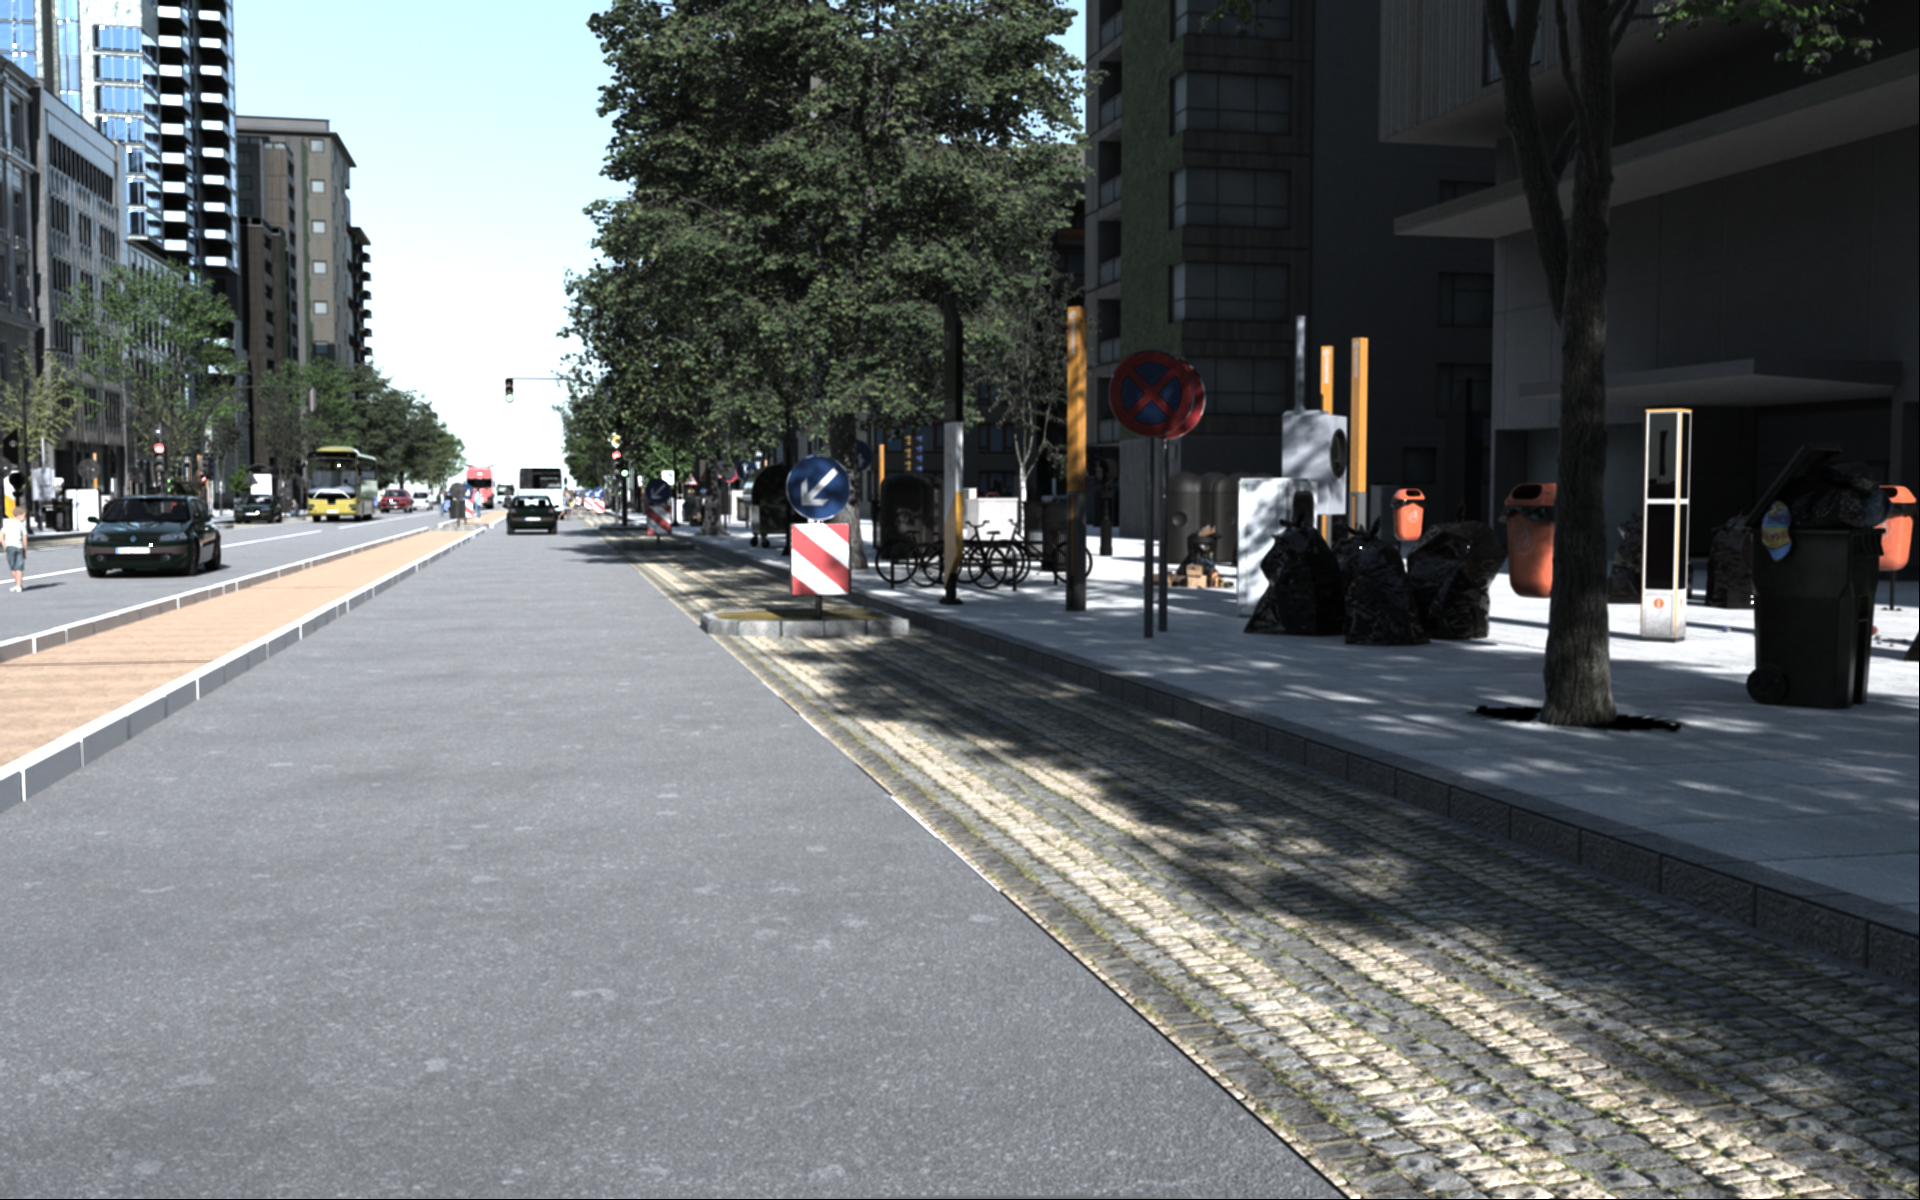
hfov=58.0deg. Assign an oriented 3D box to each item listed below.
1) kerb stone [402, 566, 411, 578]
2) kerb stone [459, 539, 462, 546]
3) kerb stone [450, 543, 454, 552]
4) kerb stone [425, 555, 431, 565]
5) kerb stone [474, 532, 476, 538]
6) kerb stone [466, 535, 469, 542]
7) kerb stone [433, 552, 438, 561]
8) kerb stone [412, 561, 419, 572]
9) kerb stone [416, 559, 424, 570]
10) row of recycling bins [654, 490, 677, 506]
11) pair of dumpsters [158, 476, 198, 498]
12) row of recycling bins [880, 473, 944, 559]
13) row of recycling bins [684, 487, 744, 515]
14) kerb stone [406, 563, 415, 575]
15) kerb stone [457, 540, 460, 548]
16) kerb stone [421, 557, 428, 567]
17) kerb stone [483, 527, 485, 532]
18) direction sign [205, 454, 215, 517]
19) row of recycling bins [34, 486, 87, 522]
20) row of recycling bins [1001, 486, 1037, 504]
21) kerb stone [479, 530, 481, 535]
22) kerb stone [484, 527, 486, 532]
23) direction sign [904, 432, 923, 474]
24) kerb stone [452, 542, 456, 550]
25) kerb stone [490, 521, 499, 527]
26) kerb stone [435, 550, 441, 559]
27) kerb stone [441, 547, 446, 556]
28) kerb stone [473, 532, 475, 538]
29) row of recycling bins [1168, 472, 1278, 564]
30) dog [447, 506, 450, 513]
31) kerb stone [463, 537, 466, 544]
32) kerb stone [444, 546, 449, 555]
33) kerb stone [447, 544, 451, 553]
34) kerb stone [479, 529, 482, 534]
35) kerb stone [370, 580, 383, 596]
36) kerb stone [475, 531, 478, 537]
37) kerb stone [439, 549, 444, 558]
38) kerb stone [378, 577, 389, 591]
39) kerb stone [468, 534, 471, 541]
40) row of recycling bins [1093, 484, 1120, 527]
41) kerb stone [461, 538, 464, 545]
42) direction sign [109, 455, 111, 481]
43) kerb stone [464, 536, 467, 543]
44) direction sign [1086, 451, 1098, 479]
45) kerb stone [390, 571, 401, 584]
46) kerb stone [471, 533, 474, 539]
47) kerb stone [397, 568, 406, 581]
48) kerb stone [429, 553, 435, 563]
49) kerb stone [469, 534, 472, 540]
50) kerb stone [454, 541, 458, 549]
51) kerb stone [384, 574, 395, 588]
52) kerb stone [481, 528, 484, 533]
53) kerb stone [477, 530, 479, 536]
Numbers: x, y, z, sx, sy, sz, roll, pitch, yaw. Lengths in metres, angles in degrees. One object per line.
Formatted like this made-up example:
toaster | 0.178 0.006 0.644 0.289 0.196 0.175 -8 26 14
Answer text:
kerb stone | -9.499 -0.443 29.496 0.120 0.150 1.000 -1 4 -13
kerb stone | -13.513 -1.484 46.454 0.120 0.150 1.000 -1 4 -13
kerb stone | -12.573 -1.240 42.470 0.120 0.150 1.000 -1 4 -13
kerb stone | -10.679 -0.746 34.489 0.120 0.150 1.000 -1 4 -13
kerb stone | -15.646 -2.032 55.419 0.120 0.150 1.000 -1 4 -13
kerb stone | -14.456 -1.728 50.441 0.120 0.150 1.000 -1 4 -13
kerb stone | -11.151 -0.874 36.487 0.120 0.150 1.000 -1 4 -13
kerb stone | -9.981 -0.567 31.488 0.120 0.150 1.000 -1 4 -13
kerb stone | -10.211 -0.630 32.496 0.120 0.150 1.000 -1 4 -13
row of recycling bins | -24.274 -8.518 146.382 3.534 1.692 1.069 -1 4 -17
pair of dumpsters | -40.959 -5.396 90.713 1.574 2.255 4.437 -1 4 -13
row of recycling bins | -0.891 -1.750 35.724 1.069 1.692 3.534 1 4 10
row of recycling bins | -15.358 -6.105 106.935 3.534 1.692 1.069 0 4 7
kerb stone | -9.739 -0.508 30.493 0.120 0.150 1.000 -1 4 -13
kerb stone | -13.279 -1.423 45.456 0.120 0.150 1.000 -1 4 -13
kerb stone | -10.444 -0.691 33.493 0.120 0.150 1.000 -1 4 -13
kerb stone | -17.282 -2.454 62.402 0.120 0.150 1.000 -1 4 -13
direction sign | -42.412 -6.481 97.966 0.876 3.537 0.379 3 5 40
row of recycling bins | -41.709 -4.479 80.340 1.069 1.692 3.534 0 4 4
row of recycling bins | 2.925 -4.857 86.532 1.069 1.692 3.534 -1 4 -19
kerb stone | -16.336 -2.215 58.412 0.120 0.150 1.000 -1 4 -13
kerb stone | -17.518 -2.520 63.398 0.120 0.150 1.000 -1 4 -13
direction sign | -1.720 -4.397 63.882 0.876 3.537 0.379 -3 5 -40
kerb stone | -12.803 -1.301 43.467 0.120 0.150 1.000 -1 4 -13
kerb stone | -20.953 -3.402 77.917 0.120 0.150 1.000 -1 4 -13
kerb stone | -11.387 -0.935 37.483 0.120 0.150 1.000 -1 4 -13
kerb stone | -11.858 -1.053 39.481 0.120 0.150 1.000 -1 4 -13
kerb stone | -15.397 -1.971 54.428 0.120 0.150 1.000 -1 4 -13
row of recycling bins | 5.063 -1.578 32.913 1.069 1.692 3.534 3 5 41
dog | -39.111 -6.939 132.738 0.540 0.507 0.406 1 4 10
kerb stone | -13.981 -1.603 48.444 0.120 0.150 1.000 -1 4 -13
kerb stone | -12.095 -1.112 40.481 0.120 0.150 1.000 -1 4 -13
kerb stone | -12.334 -1.179 41.476 0.120 0.150 1.000 -1 4 -13
kerb stone | -16.579 -2.276 59.407 0.120 0.150 1.000 -1 4 -13
kerb stone | -8.315 -0.142 24.512 0.120 0.150 1.000 -1 4 -13
kerb stone | -15.866 -2.093 56.420 0.120 0.150 1.000 -1 4 -13
kerb stone | -11.623 -0.996 38.477 0.120 0.150 1.000 -1 4 -13
kerb stone | -8.555 -0.200 25.507 0.120 0.150 1.000 -1 4 -13
kerb stone | -14.689 -1.789 51.442 0.120 0.150 1.000 -1 4 -13
row of recycling bins | 6.414 -3.785 68.996 1.069 1.692 3.534 3 4 38
kerb stone | -13.753 -1.543 47.448 0.120 0.150 1.000 -1 4 -13
direction sign | -49.191 -6.643 100.609 0.379 3.537 0.876 0 4 -6
kerb stone | -14.219 -1.666 49.439 0.120 0.150 1.000 -1 4 -13
direction sign | 6.919 -6.076 91.341 0.876 3.537 0.379 -2 4 -32
kerb stone | -9.025 -0.324 27.497 0.120 0.150 1.000 -1 4 -13
kerb stone | -15.171 -1.910 53.431 0.120 0.150 1.000 -1 4 -13
kerb stone | -9.262 -0.386 28.501 0.120 0.150 1.000 -1 4 -13
kerb stone | -10.914 -0.809 35.493 0.120 0.150 1.000 -1 4 -13
kerb stone | -14.927 -1.847 52.438 0.120 0.150 1.000 -1 4 -13
kerb stone | -13.047 -1.362 44.459 0.120 0.150 1.000 -1 4 -13
kerb stone | -8.791 -0.263 26.502 0.120 0.150 1.000 -1 4 -13
kerb stone | -17.042 -2.398 61.406 0.120 0.150 1.000 -1 4 -13
kerb stone | -16.102 -2.154 57.415 0.120 0.150 1.000 -1 4 -13
